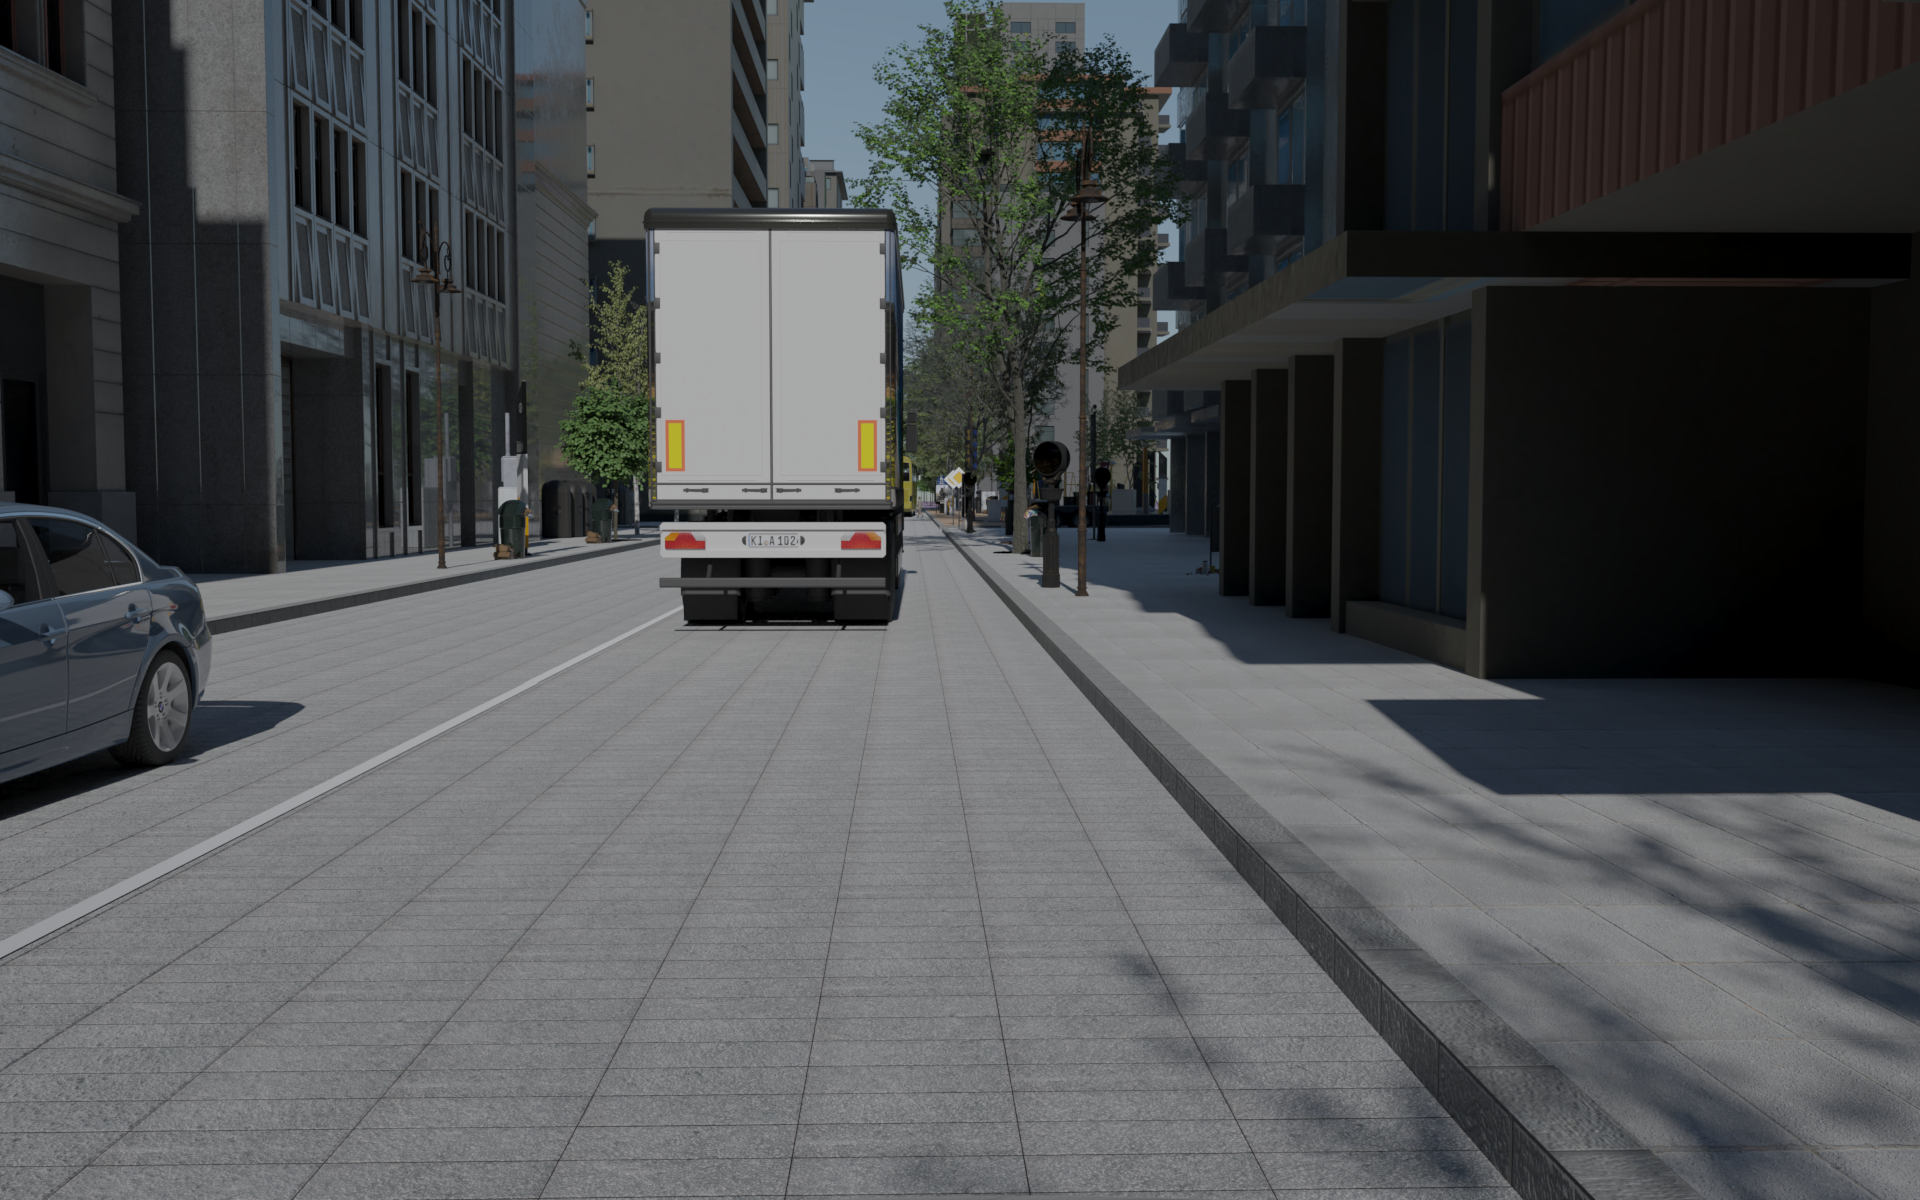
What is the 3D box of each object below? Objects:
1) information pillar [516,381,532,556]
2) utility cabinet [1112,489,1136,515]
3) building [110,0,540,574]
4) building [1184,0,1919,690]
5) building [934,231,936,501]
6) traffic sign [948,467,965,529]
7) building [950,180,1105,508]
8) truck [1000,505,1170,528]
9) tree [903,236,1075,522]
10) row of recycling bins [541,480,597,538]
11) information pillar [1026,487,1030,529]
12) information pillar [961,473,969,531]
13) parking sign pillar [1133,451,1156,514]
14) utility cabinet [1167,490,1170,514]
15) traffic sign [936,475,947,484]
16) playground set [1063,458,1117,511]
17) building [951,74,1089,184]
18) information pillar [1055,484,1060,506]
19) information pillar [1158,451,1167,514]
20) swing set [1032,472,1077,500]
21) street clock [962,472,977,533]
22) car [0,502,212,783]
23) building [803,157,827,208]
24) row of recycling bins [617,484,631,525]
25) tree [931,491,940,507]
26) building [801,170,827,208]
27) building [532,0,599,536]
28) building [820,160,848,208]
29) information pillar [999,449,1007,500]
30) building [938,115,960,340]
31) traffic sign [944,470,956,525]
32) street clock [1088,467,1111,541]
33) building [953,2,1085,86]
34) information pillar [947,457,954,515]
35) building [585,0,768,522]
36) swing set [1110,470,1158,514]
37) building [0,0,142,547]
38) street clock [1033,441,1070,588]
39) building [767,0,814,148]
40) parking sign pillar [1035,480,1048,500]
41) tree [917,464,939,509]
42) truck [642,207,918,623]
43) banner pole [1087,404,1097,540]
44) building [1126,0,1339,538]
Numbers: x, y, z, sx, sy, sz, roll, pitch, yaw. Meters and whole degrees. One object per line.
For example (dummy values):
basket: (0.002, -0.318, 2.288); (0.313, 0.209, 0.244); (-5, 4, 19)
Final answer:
information pillar: (-9.105, -2.733, 36.036); (0.183, 3.616, 0.504); (-2, 4, -31)
utility cabinet: (7.400, -4.243, 78.048); (1.173, 1.500, 0.318); (3, 5, 44)
building: (-17.257, -13.381, 36.799); (12.078, 24.808, 19.932); (0, 4, -2)
building: (13.284, -21.642, 8.466); (22.147, 44.769, 28.867); (0, 4, -2)
building: (6.378, -41.090, 295.525); (21.300, 48.544, 21.600); (0, 4, -2)
traffic sign: (-0.040, -3.684, 63.876); (0.795, 2.450, 0.064); (0, 4, -2)
building: (6.066, -23.979, 163.763); (14.160, 30.474, 14.107); (0, 4, -2)
truck: (11.024, -4.754, 67.490); (18.799, 4.110, 2.967); (0, 4, -2)
tree: (0.698, -10.440, 81.066); (12.009, 13.543, 11.850); (0, 3, 0)
row of recycling bins: (-11.620, -2.732, 51.781); (1.069, 1.692, 3.534); (0, 4, 4)
information pillar: (2.276, -3.454, 60.973); (0.304, 2.012, 0.304); (1, 4, 16)
information pillar: (0.245, -3.445, 60.810); (0.304, 2.012, 0.304); (-1, 4, -23)
parking sign pillar: (11.160, -7.136, 105.139); (1.447, 3.967, 1.447); (0, 4, 1)
utility cabinet: (11.078, -4.820, 87.488); (1.173, 1.500, 0.318); (0, 4, 2)
traffic sign: (-1.249, -7.229, 118.308); (0.768, 2.556, 0.104); (0, 4, 5)
playground set: (10.850, -8.983, 133.648); (5.637, 4.214, 5.302); (0, 4, 2)
building: (10.305, -32.438, 184.980); (22.147, 44.769, 28.867); (0, 4, -2)
information pillar: (5.226, -5.466, 93.864); (0.304, 2.012, 0.304); (-1, 4, -19)
information pillar: (10.932, -6.247, 93.494); (0.504, 3.616, 0.183); (-1, 4, -14)
swing set: (6.894, -7.740, 124.173); (3.119, 2.851, 2.862); (-1, 4, -14)
street clock: (0.320, -3.188, 56.693); (0.471, 2.002, 0.358); (0, 4, -4)
car: (-5.044, 0.251, 7.895); (2.014, 1.417, 4.499); (0, 3, 0)
building: (-30.237, -38.326, 246.231); (23.786, 49.044, 30.456); (0, 4, -2)
row of recycling bins: (-14.384, -4.043, 73.216); (1.069, 1.692, 3.534); (0, 4, -7)
tree: (-1.929, -11.026, 174.870); (1.663, 3.219, 1.824); (0, 3, 0)
building: (-23.677, -32.374, 212.910); (14.154, 41.232, 14.086); (0, 4, -2)
building: (-24.978, -15.751, 54.796); (25.104, 27.353, 12.463); (0, 4, -2)
building: (-32.434, -41.965, 275.373); (28.713, 52.752, 27.495); (0, 4, -2)
information pillar: (2.242, -6.018, 89.751); (0.504, 3.616, 0.183); (0, 4, -3)
building: (8.217, -35.859, 210.001); (21.300, 48.544, 21.600); (0, 4, -2)
traffic sign: (-0.275, -4.172, 71.858); (0.795, 2.450, 0.064); (0, 4, -2)
street clock: (3.831, -2.590, 46.919); (0.471, 2.002, 0.358); (-1, 4, -16)
building: (7.242, -50.140, 258.044); (20.563, 71.187, 20.611); (0, 4, -2)
information pillar: (-0.565, -7.051, 106.637); (0.504, 3.616, 0.183); (-3, 5, -43)
building: (-21.396, -28.446, 88.793); (21.300, 48.544, 21.600); (0, 4, -2)
swing set: (11.160, -6.871, 109.959); (2.862, 2.851, 3.119); (0, 4, -5)
building: (-18.691, -13.910, 14.826); (14.401, 28.519, 23.554); (0, 4, -2)
street clock: (1.248, -1.169, 23.691); (0.471, 2.002, 0.358); (2, 4, 32)
building: (-28.386, -34.923, 160.224); (28.713, 52.752, 27.495); (0, 4, -2)
parking sign pillar: (6.541, -9.015, 135.863); (1.447, 3.967, 1.447); (-1, 4, -14)
tree: (-3.133, -12.700, 191.352); (4.285, 4.588, 4.351); (0, 3, 0)
truck: (-1.981, -2.060, 22.600); (2.839, 4.237, 11.283); (0, 4, -1)
banner pole: (3.697, -3.557, 48.168); (0.401, 3.779, 0.863); (1, 4, 15)
building: (17.411, -26.083, 46.064); (23.786, 49.044, 30.456); (0, 4, -2)
